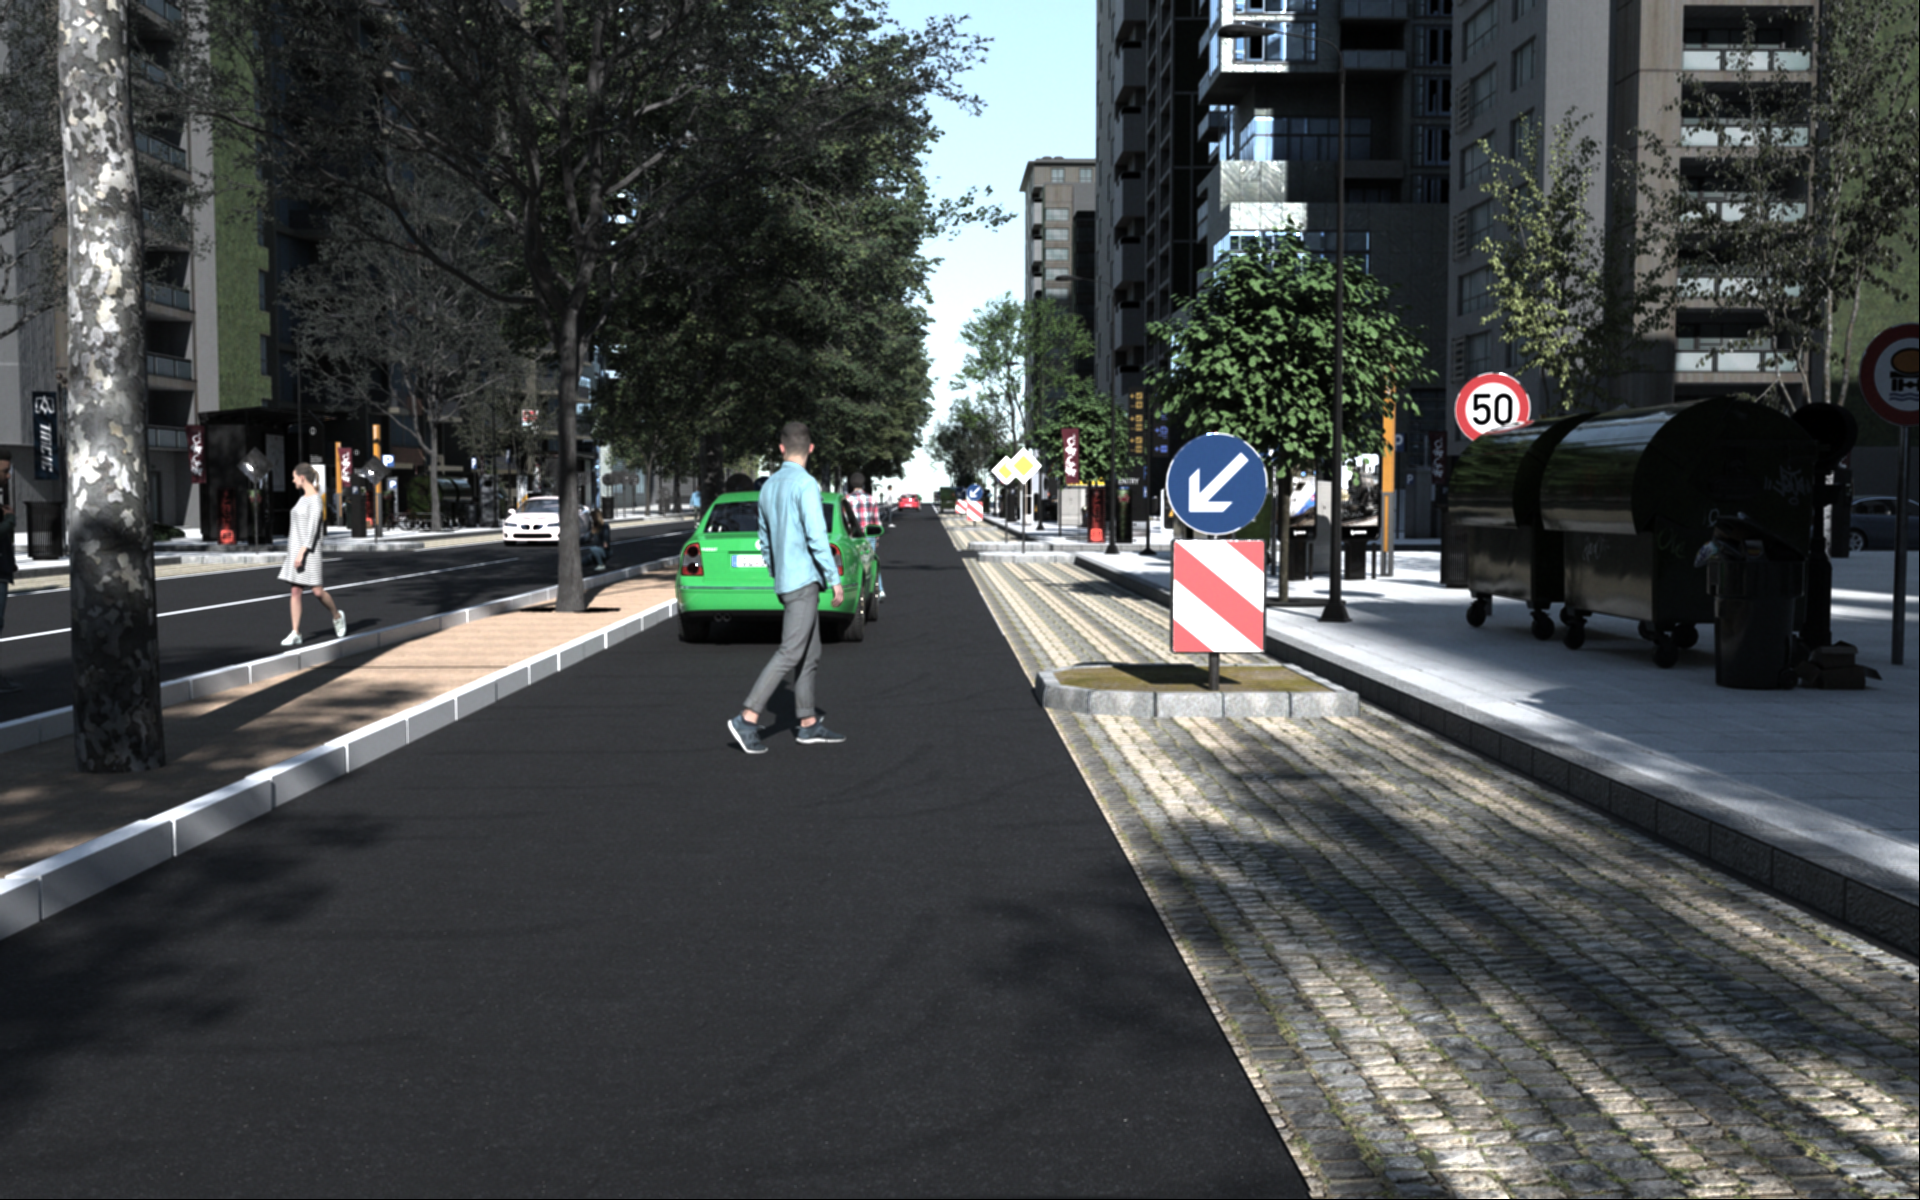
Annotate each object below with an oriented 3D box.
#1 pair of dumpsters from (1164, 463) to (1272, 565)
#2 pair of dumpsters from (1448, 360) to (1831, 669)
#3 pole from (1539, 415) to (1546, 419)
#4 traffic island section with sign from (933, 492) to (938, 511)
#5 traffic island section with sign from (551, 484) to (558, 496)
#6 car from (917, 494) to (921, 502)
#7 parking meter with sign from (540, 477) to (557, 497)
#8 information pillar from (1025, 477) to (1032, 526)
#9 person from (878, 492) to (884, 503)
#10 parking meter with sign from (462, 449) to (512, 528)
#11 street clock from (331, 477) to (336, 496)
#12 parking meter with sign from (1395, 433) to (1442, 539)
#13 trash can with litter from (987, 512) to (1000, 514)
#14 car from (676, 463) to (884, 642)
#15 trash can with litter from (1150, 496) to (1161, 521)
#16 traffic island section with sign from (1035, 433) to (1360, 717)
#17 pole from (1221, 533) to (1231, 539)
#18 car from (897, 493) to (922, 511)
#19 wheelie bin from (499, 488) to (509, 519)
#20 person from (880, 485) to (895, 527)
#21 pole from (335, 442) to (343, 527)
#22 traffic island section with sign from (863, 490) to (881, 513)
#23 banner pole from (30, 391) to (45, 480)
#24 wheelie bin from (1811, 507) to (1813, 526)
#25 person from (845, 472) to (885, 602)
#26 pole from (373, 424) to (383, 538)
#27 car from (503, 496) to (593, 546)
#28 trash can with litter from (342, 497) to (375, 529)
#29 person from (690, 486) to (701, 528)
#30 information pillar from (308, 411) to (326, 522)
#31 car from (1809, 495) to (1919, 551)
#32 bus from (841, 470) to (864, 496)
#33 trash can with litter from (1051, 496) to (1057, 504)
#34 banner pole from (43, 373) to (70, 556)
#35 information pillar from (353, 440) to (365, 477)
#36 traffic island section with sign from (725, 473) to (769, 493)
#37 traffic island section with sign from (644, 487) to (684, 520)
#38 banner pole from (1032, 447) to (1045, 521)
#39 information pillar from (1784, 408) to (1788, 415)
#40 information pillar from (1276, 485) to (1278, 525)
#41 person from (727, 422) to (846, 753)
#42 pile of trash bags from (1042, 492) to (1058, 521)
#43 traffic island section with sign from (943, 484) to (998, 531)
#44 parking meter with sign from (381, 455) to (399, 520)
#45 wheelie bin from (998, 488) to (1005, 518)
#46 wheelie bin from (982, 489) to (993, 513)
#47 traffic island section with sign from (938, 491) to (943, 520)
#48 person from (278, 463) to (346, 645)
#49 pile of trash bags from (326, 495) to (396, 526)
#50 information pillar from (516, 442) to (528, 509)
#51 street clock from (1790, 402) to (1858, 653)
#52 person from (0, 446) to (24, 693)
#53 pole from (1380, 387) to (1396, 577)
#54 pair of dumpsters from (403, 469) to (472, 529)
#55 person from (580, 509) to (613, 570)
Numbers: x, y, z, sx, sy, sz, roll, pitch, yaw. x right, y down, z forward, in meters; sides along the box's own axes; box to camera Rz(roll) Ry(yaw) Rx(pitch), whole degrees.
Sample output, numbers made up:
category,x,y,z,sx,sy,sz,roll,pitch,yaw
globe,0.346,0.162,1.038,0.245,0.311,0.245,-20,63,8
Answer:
category,x,y,z,sx,sy,sz,roll,pitch,yaw
pair of dumpsters,4.990,-1.885,33.313,1.574,2.255,4.437,0,4,-1
pair of dumpsters,5.564,-0.746,14.691,1.574,2.255,4.437,0,4,-1
pole,14.955,-3.099,44.512,0.158,3.312,0.155,0,3,0
traffic island section with sign,-1.025,-8.284,144.069,1.989,1.847,2.006,0,4,-1
traffic island section with sign,-15.603,-3.587,67.275,1.989,1.847,2.006,0,4,-1
car,-7.136,-16.453,277.796,1.959,1.807,4.718,0,4,-3
parking meter with sign,-18.611,-5.019,78.317,1.738,3.016,0.543,-1,4,-11
information pillar,2.699,-4.006,69.982,0.304,2.012,0.304,-3,4,-36
person,-12.264,-15.990,269.963,1.348,1.821,0.705,3,5,42
parking meter with sign,-18.172,-4.310,66.735,1.738,3.016,0.543,-2,4,-31
street clock,-26.668,-4.243,73.937,0.358,2.002,0.471,-1,4,-9
parking meter with sign,13.226,-3.280,49.882,1.738,3.016,0.543,-2,4,-31
trash can with litter,2.443,-6.048,109.942,2.233,1.210,1.678,0,4,1
car,-1.808,-0.572,18.150,1.959,1.807,4.718,0,4,1
trash can with litter,9.562,-4.439,83.636,1.678,1.210,2.233,-2,4,-30
traffic island section with sign,1.543,-0.205,11.984,1.989,1.847,2.006,0,4,-1
pole,4.675,-2.228,30.278,0.158,3.312,0.155,0,3,0
car,-4.238,-8.313,144.953,2.155,1.783,4.494,0,4,1
wheelie bin,-23.325,-4.897,87.976,0.693,1.594,0.980,0,4,2
person,-3.226,-4.159,76.344,0.795,1.843,0.661,0,4,3
pole,-24.318,-4.525,67.820,0.158,3.312,0.155,0,3,0
traffic island section with sign,-6.433,-6.834,119.874,2.006,1.907,1.989,0,4,-1
banner pole,-19.480,-2.891,37.289,0.863,3.779,0.401,-2,4,-28
wheelie bin,36.100,-3.963,72.697,0.693,1.594,0.980,3,5,43
person,-1.300,-0.828,22.872,0.563,1.720,0.643,-2,4,-30
pole,-17.082,-3.483,50.796,0.158,3.312,0.155,0,3,0
car,-11.693,-2.262,49.339,2.083,1.381,4.827,0,4,-2
trash can with litter,-22.047,-3.185,63.465,1.055,1.170,0.624,-3,5,-44
person,-10.982,-3.892,72.474,0.601,1.785,0.444,1,4,13
information pillar,-18.138,-3.518,48.870,0.504,3.616,0.183,1,4,20
car,21.826,-1.760,40.773,4.499,1.417,2.014,0,4,-1
bus,-10.849,-11.578,180.850,2.896,3.916,12.252,0,4,-1
trash can with litter,4.852,-5.150,95.583,1.055,1.170,0.624,0,4,-5
banner pole,-18.702,-2.826,36.214,0.401,3.779,0.863,-1,4,-10
information pillar,-25.717,-5.062,74.120,0.504,3.616,0.183,-2,4,-26
traffic island section with sign,-4.963,-2.239,44.750,2.006,1.907,1.989,0,4,-1
traffic island section with sign,-16.133,-5.251,94.474,1.989,1.847,2.006,0,4,-1
banner pole,3.765,-5.604,81.646,0.863,3.779,0.401,2,4,30
information pillar,22.413,-3.422,47.310,0.504,3.616,0.183,-3,4,-37
information pillar,13.524,-4.980,72.771,0.504,3.616,0.183,1,4,15
person,-0.994,-0.088,9.808,0.748,1.841,0.638,-1,4,-23
pile of trash bags,4.709,-4.579,84.623,1.912,1.369,3.447,-1,4,-20
traffic island section with sign,0.454,-3.637,68.099,1.989,1.847,2.006,0,4,-1
parking meter with sign,-24.970,-4.880,76.044,0.543,3.016,1.738,-2,4,-27
wheelie bin,2.521,-5.179,92.590,0.980,1.594,0.693,-2,4,-24
wheelie bin,1.736,-6.672,116.993,0.980,1.594,0.693,0,4,6
traffic island section with sign,-0.065,-5.286,95.049,1.989,1.847,2.006,0,4,-1
person,-6.264,-0.454,16.676,0.466,1.731,0.760,1,4,17
pile of trash bags,-24.167,-3.630,69.110,3.447,1.369,1.912,0,4,7
information pillar,-19.625,-5.274,77.586,0.504,3.616,0.183,-2,4,-26
street clock,6.826,-0.563,13.773,0.471,2.002,0.358,3,5,45
person,-7.001,-0.219,12.420,0.623,1.781,0.721,2,4,33
pole,6.644,-2.019,26.854,0.158,3.312,0.155,0,3,0
pair of dumpsters,-20.000,-3.906,66.364,1.574,2.255,4.437,0,4,-1
person,-6.832,-1.137,32.587,0.738,1.151,1.012,-3,5,-45
